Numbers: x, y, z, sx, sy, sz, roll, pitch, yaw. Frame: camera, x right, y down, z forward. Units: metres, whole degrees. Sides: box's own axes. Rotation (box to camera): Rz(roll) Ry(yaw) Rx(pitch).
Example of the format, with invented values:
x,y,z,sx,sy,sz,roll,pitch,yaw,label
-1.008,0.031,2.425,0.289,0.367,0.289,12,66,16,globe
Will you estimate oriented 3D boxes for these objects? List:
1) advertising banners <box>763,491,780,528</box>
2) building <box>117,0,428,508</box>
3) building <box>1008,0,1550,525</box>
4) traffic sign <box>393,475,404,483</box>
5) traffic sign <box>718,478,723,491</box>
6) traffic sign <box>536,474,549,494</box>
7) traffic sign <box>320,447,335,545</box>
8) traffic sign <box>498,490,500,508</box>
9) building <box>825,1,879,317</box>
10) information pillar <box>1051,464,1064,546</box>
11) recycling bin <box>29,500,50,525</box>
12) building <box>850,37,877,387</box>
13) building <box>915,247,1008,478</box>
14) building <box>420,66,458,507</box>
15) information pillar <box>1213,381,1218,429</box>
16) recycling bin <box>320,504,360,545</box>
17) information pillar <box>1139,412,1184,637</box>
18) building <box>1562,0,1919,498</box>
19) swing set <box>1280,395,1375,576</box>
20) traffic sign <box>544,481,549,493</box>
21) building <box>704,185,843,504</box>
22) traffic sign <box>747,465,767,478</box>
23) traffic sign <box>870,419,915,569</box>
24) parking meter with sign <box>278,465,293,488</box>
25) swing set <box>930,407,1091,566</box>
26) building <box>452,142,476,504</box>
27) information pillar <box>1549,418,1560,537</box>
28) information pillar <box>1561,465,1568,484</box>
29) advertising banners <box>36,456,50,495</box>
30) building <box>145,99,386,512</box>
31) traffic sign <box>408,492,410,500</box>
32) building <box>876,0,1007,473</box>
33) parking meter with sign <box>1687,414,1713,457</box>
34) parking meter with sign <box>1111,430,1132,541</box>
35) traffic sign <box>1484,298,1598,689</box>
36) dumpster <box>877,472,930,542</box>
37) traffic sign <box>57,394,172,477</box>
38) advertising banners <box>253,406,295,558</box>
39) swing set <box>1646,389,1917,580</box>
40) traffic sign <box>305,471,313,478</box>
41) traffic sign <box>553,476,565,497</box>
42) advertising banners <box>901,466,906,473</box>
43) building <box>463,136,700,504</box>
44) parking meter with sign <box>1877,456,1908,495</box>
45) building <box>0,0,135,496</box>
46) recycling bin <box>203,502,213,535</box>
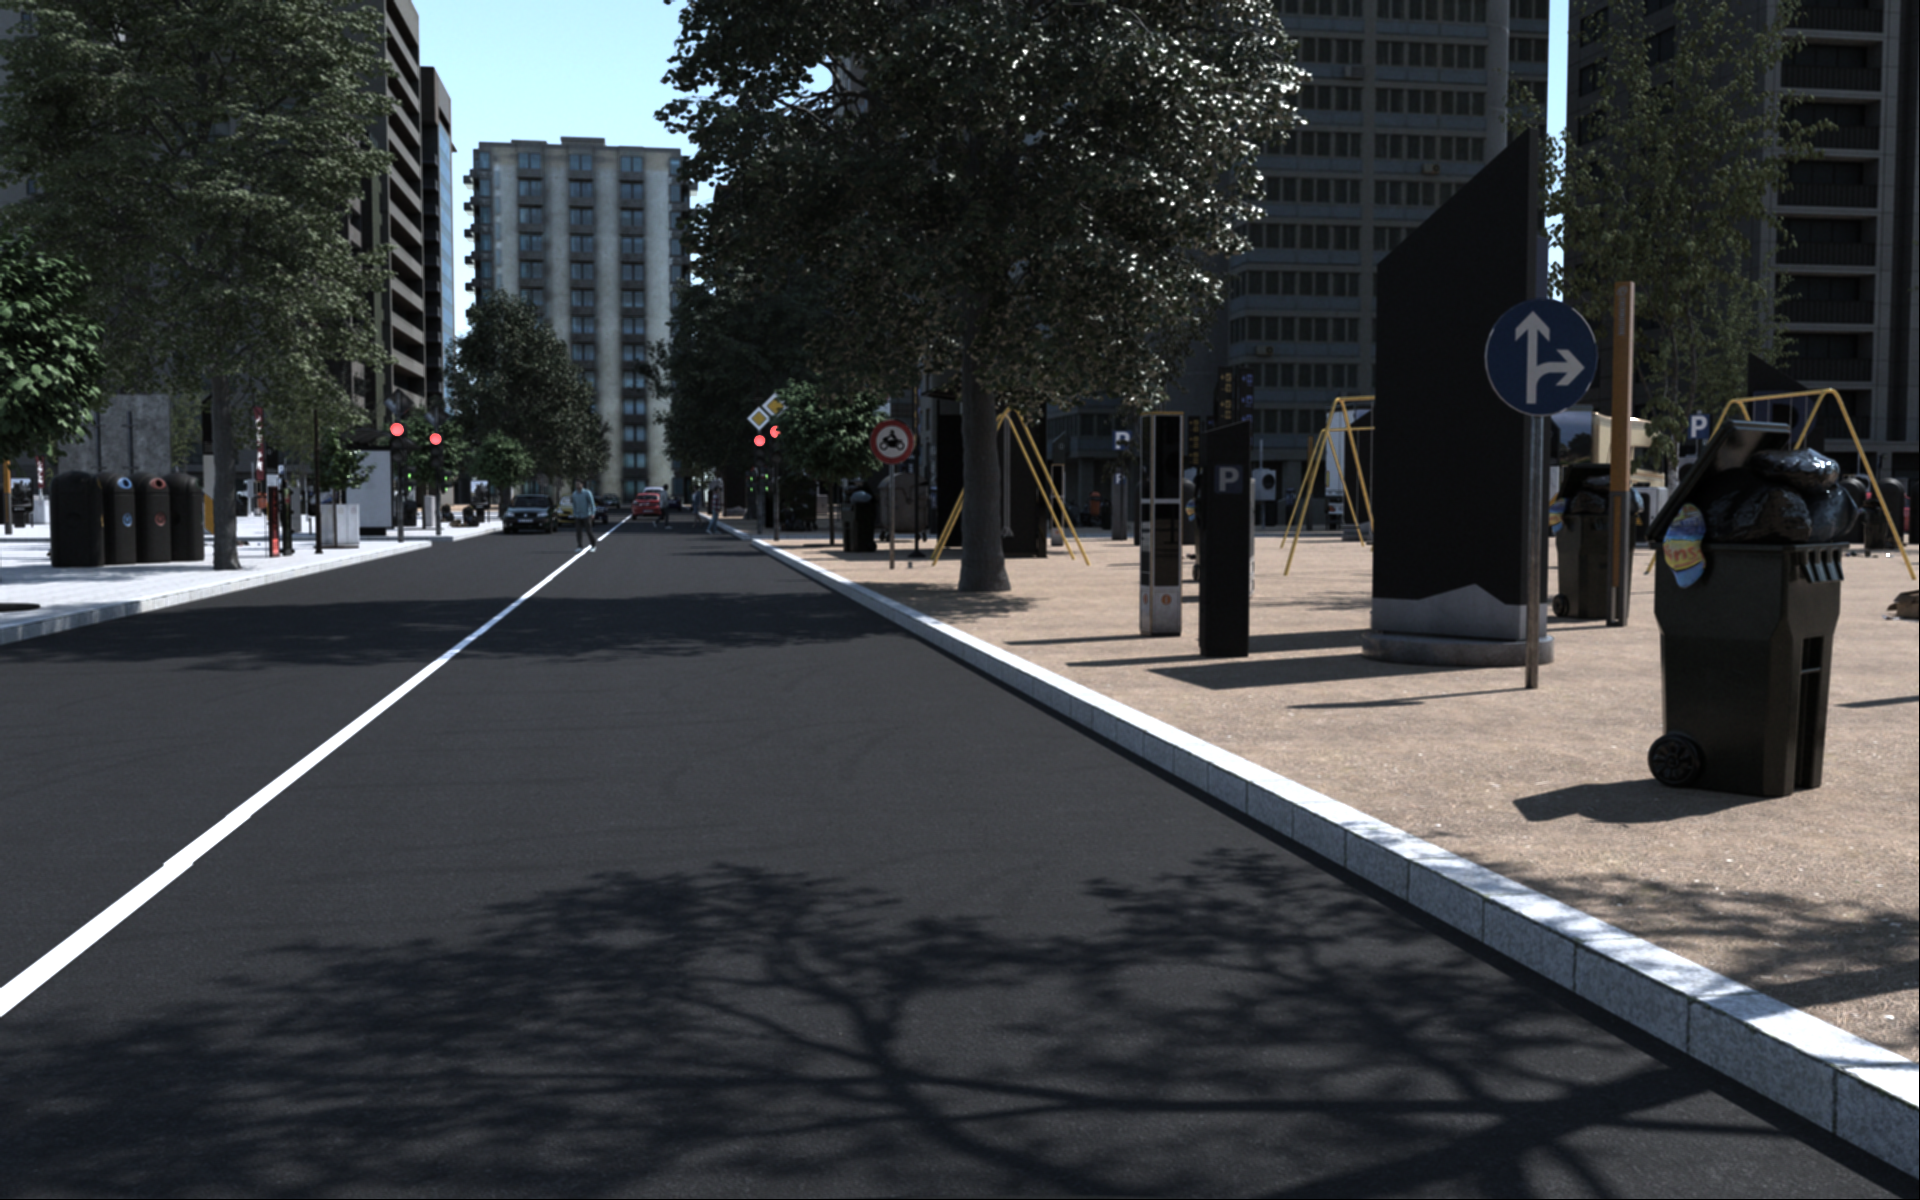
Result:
x,y,z,sx,sy,sz,roll,pitch,yaw,label
-6.572,-4.278,66.127,2.074,3.025,0.090,-2,4,-31,advertising banners
-58.227,-32.049,147.703,21.300,48.544,21.600,-1,4,-10,building
15.725,-24.196,87.482,23.993,40.220,32.217,-1,4,-10,building
-23.065,-4.294,71.393,0.795,2.450,0.064,0,4,-1,traffic sign
-15.178,-6.639,110.684,0.606,2.300,0.079,0,4,-5,traffic sign
-26.057,-6.605,108.104,0.768,2.556,0.104,0,4,-4,traffic sign
-15.191,-2.563,42.016,0.768,2.556,0.104,0,4,-5,traffic sign
-28.253,-6.484,106.125,0.768,2.556,0.104,0,4,-5,traffic sign
1.319,-36.225,181.512,28.713,52.752,27.495,-1,4,-10,building
2.413,-2.342,42.783,0.304,2.012,0.304,0,4,7,information pillar
-38.754,-3.705,73.135,0.722,1.027,0.722,1,4,8,recycling bin
-2.422,-31.184,159.971,14.600,45.320,14.200,-1,4,-10,building
12.622,-16.854,120.598,27.650,21.520,28.899,-1,4,-10,building
-60.029,-32.274,177.789,14.200,45.320,14.600,-1,4,-10,building
4.870,-2.515,32.475,0.183,3.616,0.504,-1,4,-12,information pillar
-15.695,-1.911,43.801,0.722,1.027,0.722,3,5,39,recycling bin
1.815,-0.681,15.629,0.304,2.012,0.304,-1,4,-14,information pillar
46.068,-39.795,88.898,20.611,71.187,20.563,-1,4,-10,building
7.191,-1.799,27.037,2.862,2.851,3.119,-3,5,-44,swing set
-30.282,-7.703,126.057,0.768,2.556,0.104,0,4,-1,traffic sign
-20.977,-35.716,238.585,28.867,44.769,22.147,-1,4,-10,building
-6.721,-3.558,58.185,0.884,2.594,0.081,0,4,-3,traffic sign
-1.161,-1.801,29.560,0.768,2.556,0.104,0,4,-6,traffic sign
-40.375,-6.594,104.070,0.543,3.016,1.738,0,4,3,parking meter with sign
0.873,-2.133,32.502,2.862,2.851,3.119,0,4,-2,swing set
-80.212,-39.260,231.137,27.495,52.752,28.713,-1,4,-10,building
17.634,-3.683,51.567,0.183,3.616,0.504,-2,4,-24,information pillar
15.409,-2.404,43.794,0.304,2.012,0.304,-3,5,-41,information pillar
-41.840,-5.121,79.909,0.090,3.025,2.074,1,4,14,advertising banners
-51.939,-21.971,130.928,14.160,30.474,14.107,-1,4,-10,building
-24.551,-4.711,77.125,0.768,2.556,0.104,0,4,-2,traffic sign
-0.205,-28.261,145.660,14.154,41.232,14.086,-1,4,-10,building
16.803,-2.565,38.196,1.738,3.016,0.543,-2,4,-32,parking meter with sign
4.466,-3.184,48.321,0.543,3.016,1.738,0,4,2,parking meter with sign
3.775,-0.688,11.361,0.768,2.556,0.104,0,4,-7,traffic sign
-1.524,-2.529,47.110,1.264,1.857,1.865,-1,4,-10,dumpster
-17.259,-2.537,35.347,2.265,3.308,0.079,0,4,-2,traffic sign
-13.968,-2.388,35.237,0.090,3.025,2.074,0,4,-2,advertising banners
12.834,-1.817,27.327,2.862,2.851,3.119,0,4,-3,swing set
-21.753,-3.596,58.796,0.884,2.594,0.081,-1,4,-10,traffic sign
-28.635,-7.562,123.649,0.884,2.594,0.081,0,4,-4,traffic sign
-3.082,-6.974,110.217,0.090,3.025,2.074,3,4,36,advertising banners
-50.827,-37.635,234.942,30.456,49.044,23.786,-1,4,-10,building
42.663,-5.042,78.697,1.738,3.016,0.543,1,4,17,parking meter with sign
-94.291,-38.278,167.845,28.212,58.520,21.231,-1,4,-10,building
-23.606,-2.585,54.813,0.722,1.027,0.722,2,4,24,recycling bin
